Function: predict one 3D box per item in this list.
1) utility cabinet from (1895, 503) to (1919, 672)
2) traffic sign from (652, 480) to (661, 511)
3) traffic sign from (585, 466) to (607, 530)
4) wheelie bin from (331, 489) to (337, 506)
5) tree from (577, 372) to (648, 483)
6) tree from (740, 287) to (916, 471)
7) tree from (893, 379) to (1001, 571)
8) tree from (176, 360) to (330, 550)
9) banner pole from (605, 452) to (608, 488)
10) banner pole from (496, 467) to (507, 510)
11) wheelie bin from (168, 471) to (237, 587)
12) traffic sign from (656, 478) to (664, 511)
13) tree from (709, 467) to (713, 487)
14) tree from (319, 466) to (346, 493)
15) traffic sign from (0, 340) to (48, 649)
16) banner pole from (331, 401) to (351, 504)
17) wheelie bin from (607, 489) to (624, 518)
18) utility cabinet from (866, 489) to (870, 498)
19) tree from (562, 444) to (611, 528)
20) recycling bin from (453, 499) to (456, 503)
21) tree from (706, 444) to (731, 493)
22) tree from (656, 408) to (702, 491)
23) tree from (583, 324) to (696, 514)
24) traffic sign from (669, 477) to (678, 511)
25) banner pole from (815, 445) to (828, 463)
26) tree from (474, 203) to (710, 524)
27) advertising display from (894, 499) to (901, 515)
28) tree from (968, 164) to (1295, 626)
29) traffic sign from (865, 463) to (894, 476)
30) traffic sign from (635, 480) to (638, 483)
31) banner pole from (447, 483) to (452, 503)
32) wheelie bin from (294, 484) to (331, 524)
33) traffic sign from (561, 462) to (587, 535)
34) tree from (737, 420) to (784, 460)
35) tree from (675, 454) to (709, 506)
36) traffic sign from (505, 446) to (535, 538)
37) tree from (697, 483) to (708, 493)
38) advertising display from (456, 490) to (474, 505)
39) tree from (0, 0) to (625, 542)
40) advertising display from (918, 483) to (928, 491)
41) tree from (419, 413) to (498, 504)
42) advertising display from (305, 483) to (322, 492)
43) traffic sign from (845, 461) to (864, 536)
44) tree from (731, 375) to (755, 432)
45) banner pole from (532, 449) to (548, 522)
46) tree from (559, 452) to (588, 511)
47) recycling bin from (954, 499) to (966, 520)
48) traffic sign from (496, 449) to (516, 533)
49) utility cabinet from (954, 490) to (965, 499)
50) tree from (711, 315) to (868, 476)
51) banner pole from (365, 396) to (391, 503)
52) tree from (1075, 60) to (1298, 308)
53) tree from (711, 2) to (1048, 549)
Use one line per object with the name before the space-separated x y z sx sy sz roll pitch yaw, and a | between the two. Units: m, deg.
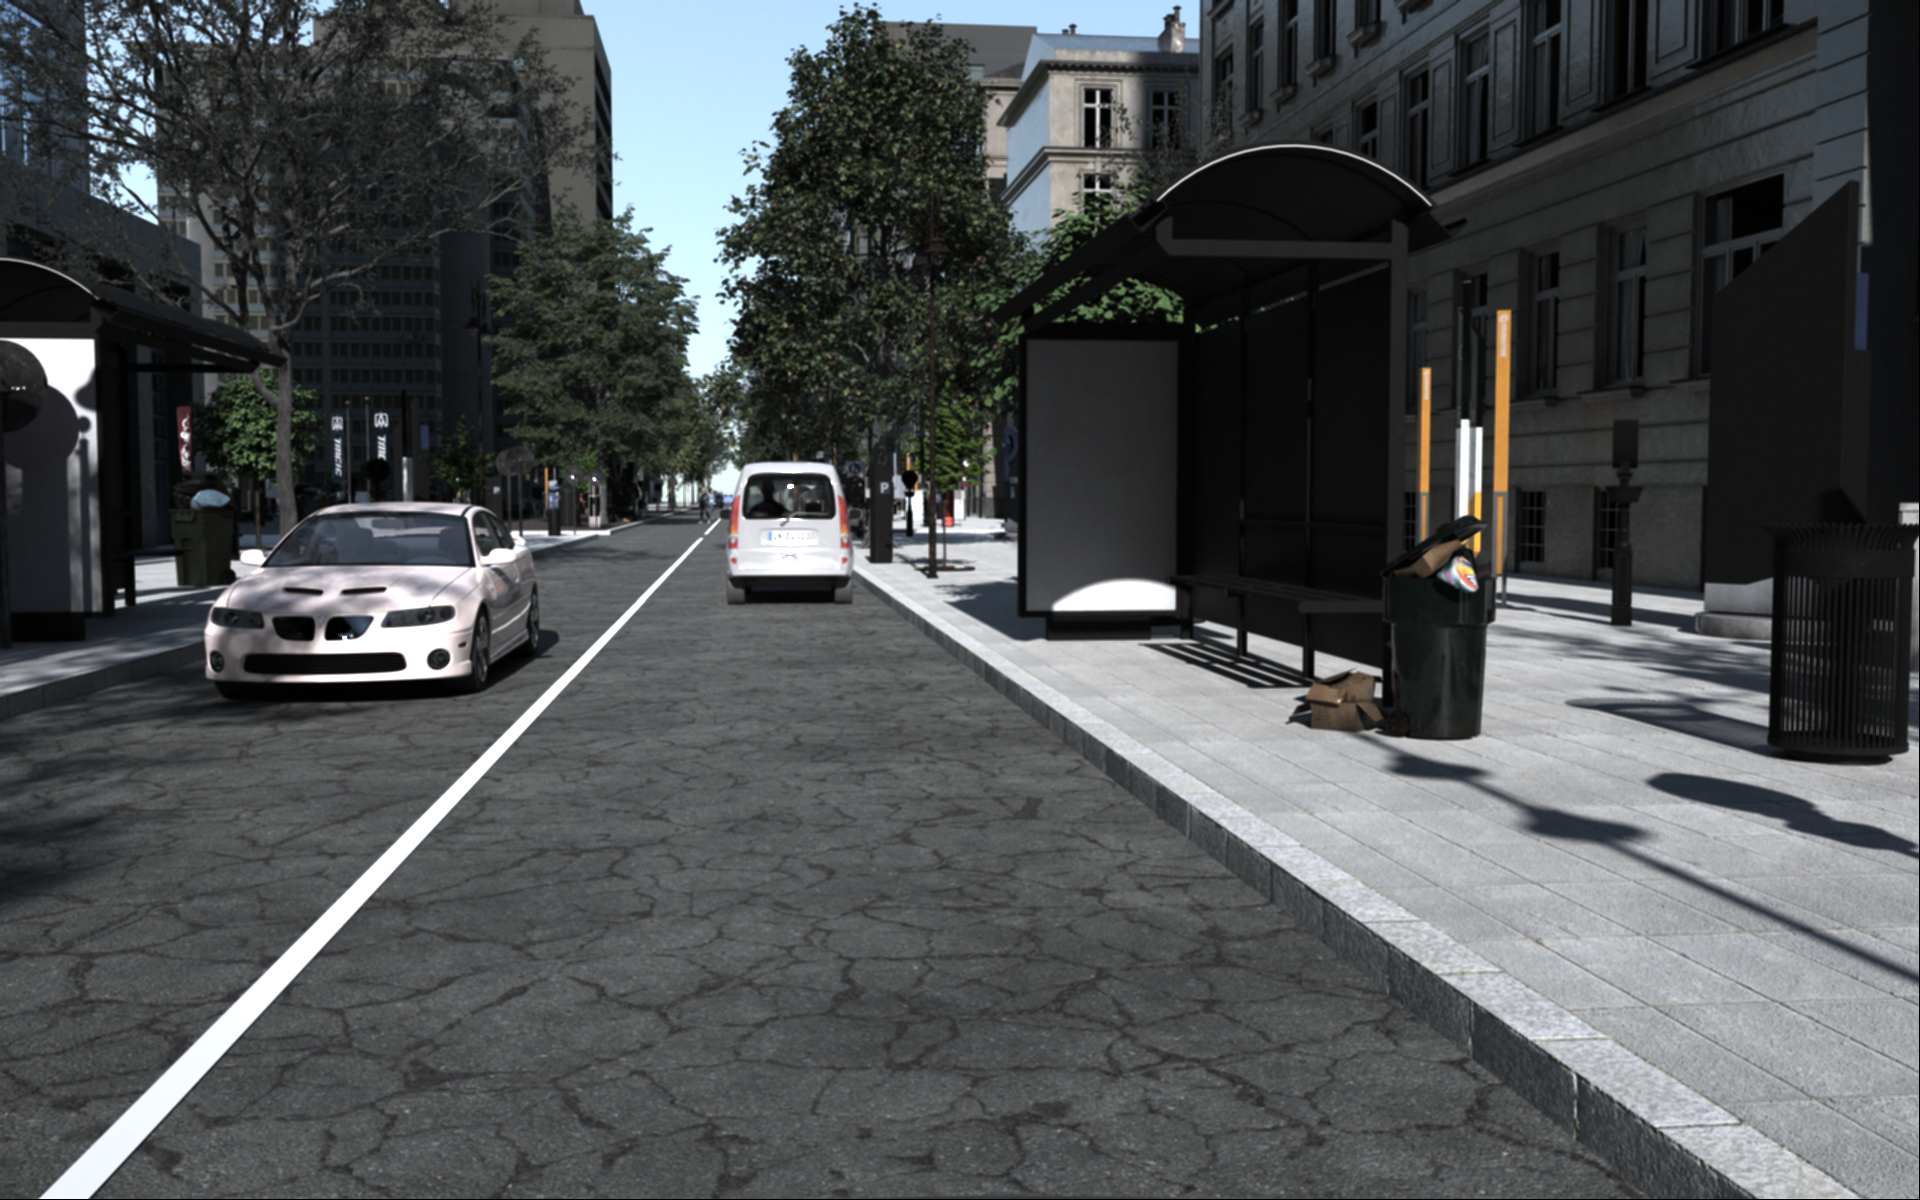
utility cabinet | 7.296 -0.076 12.397 1.020 1.237 0.306 2 4 34
traffic sign | -22.458 -7.713 128.235 0.606 2.300 0.079 0 4 -7
traffic sign | -13.055 -3.578 62.145 0.795 2.450 0.064 0 4 -7
wheelie bin | -36.784 -5.694 101.011 0.980 1.594 0.693 0 4 8
tree | -18.029 -8.584 90.704 4.360 8.622 3.978 0 3 0
tree | -5.013 -8.471 72.916 7.601 10.594 8.767 -3 4 -36
tree | -0.127 -2.112 29.128 1.663 3.219 1.824 0 3 0
tree | -16.309 -3.465 40.374 4.285 4.588 4.351 0 3 0
banner pole | -17.990 -5.960 87.467 0.401 3.779 0.863 1 4 21
banner pole | -29.868 -7.523 113.021 0.863 3.779 0.401 -2 4 -31
wheelie bin | -10.561 -0.994 24.166 0.980 1.594 0.693 1 4 23
traffic sign | -23.465 -8.258 135.120 0.768 2.556 0.104 0 4 -5
tree | -40.068 -19.548 269.973 4.360 8.622 3.978 0 3 0
tree | -39.269 -6.934 107.968 1.663 3.219 1.824 0 3 0
traffic sign | -7.931 -0.870 14.324 0.768 2.556 0.104 0 4 -4
banner pole | -16.652 -3.469 46.728 0.863 3.779 0.401 2 4 26
wheelie bin | -17.741 -4.980 89.332 0.980 1.594 0.693 -1 4 -23
utility cabinet | -3.900 -3.781 70.491 0.318 1.500 1.173 3 4 39
tree | -14.153 -4.396 66.482 1.663 3.219 1.824 0 3 0
recycling bin | -28.060 -5.189 97.402 0.722 1.027 0.722 -2 4 -35
tree | -41.388 -22.029 285.923 9.928 11.665 9.643 0 3 0
tree | -23.661 -11.795 143.217 4.737 8.622 4.395 0 3 0
tree | -20.399 -11.743 110.127 7.486 12.596 7.792 0 3 0
traffic sign | -22.039 -8.119 132.847 0.768 2.556 0.104 0 4 0
banner pole | -6.699 -5.795 84.758 0.863 3.779 0.401 -2 4 -26
tree | -15.735 -10.298 75.034 9.857 13.997 8.962 0 3 0
advertising display | -4.101 -6.268 107.700 0.974 1.923 0.123 -3 4 -38
tree | 1.809 -2.056 17.337 4.285 4.588 4.351 0 3 0
traffic sign | -2.396 -3.162 51.708 0.884 2.594 0.081 0 4 1
traffic sign | -24.055 -7.822 127.887 0.884 2.594 0.081 0 4 1
banner pole | -37.321 -8.381 127.043 0.863 3.779 0.401 -2 4 -30
wheelie bin | -19.597 -2.694 51.947 0.693 1.594 0.980 2 4 31
traffic sign | -12.068 -3.093 54.220 0.795 2.450 0.064 0 4 -7
tree | -19.405 -15.926 178.524 7.486 12.596 7.792 0 3 0
tree | -29.541 -14.529 187.912 4.360 8.622 3.978 0 3 0
traffic sign | -11.567 -2.780 45.566 0.768 2.556 0.104 0 4 -6
tree | -38.987 -16.410 262.906 1.663 3.219 1.824 0 3 0
advertising display | -17.420 -3.409 60.949 0.974 1.923 0.123 3 5 41
tree | -10.426 -7.081 26.151 12.009 13.543 11.850 0 3 0
advertising display | -2.315 -6.031 103.819 0.974 1.923 0.123 3 4 36
tree | -11.835 -2.871 41.548 1.663 3.219 1.824 0 3 0
advertising display | -36.610 -5.683 98.124 0.974 1.923 0.123 0 4 1
traffic sign | -3.213 -3.110 52.980 0.606 2.300 0.079 0 4 2
tree | -29.688 -24.568 257.571 12.611 20.169 13.585 0 3 0
banner pole | -19.440 -5.511 80.121 0.863 3.779 0.401 -3 5 -44
tree | -29.267 -9.116 132.762 4.285 4.588 4.351 0 3 0
recycling bin | -0.114 -4.407 84.602 0.722 1.027 0.722 1 4 9
traffic sign | -12.789 -2.999 49.148 0.768 2.556 0.104 0 3 0
utility cabinet | -0.156 -4.971 89.955 0.318 1.500 1.173 -2 4 -33
tree | -9.387 -11.503 98.440 12.009 13.543 11.850 0 3 0
banner pole | -14.970 -3.329 44.454 0.863 3.779 0.401 1 4 11
tree | 3.807 -4.906 30.578 4.360 8.622 3.978 0 3 0
tree | -1.809 -7.564 40.683 9.611 12.733 9.660 0 3 0
